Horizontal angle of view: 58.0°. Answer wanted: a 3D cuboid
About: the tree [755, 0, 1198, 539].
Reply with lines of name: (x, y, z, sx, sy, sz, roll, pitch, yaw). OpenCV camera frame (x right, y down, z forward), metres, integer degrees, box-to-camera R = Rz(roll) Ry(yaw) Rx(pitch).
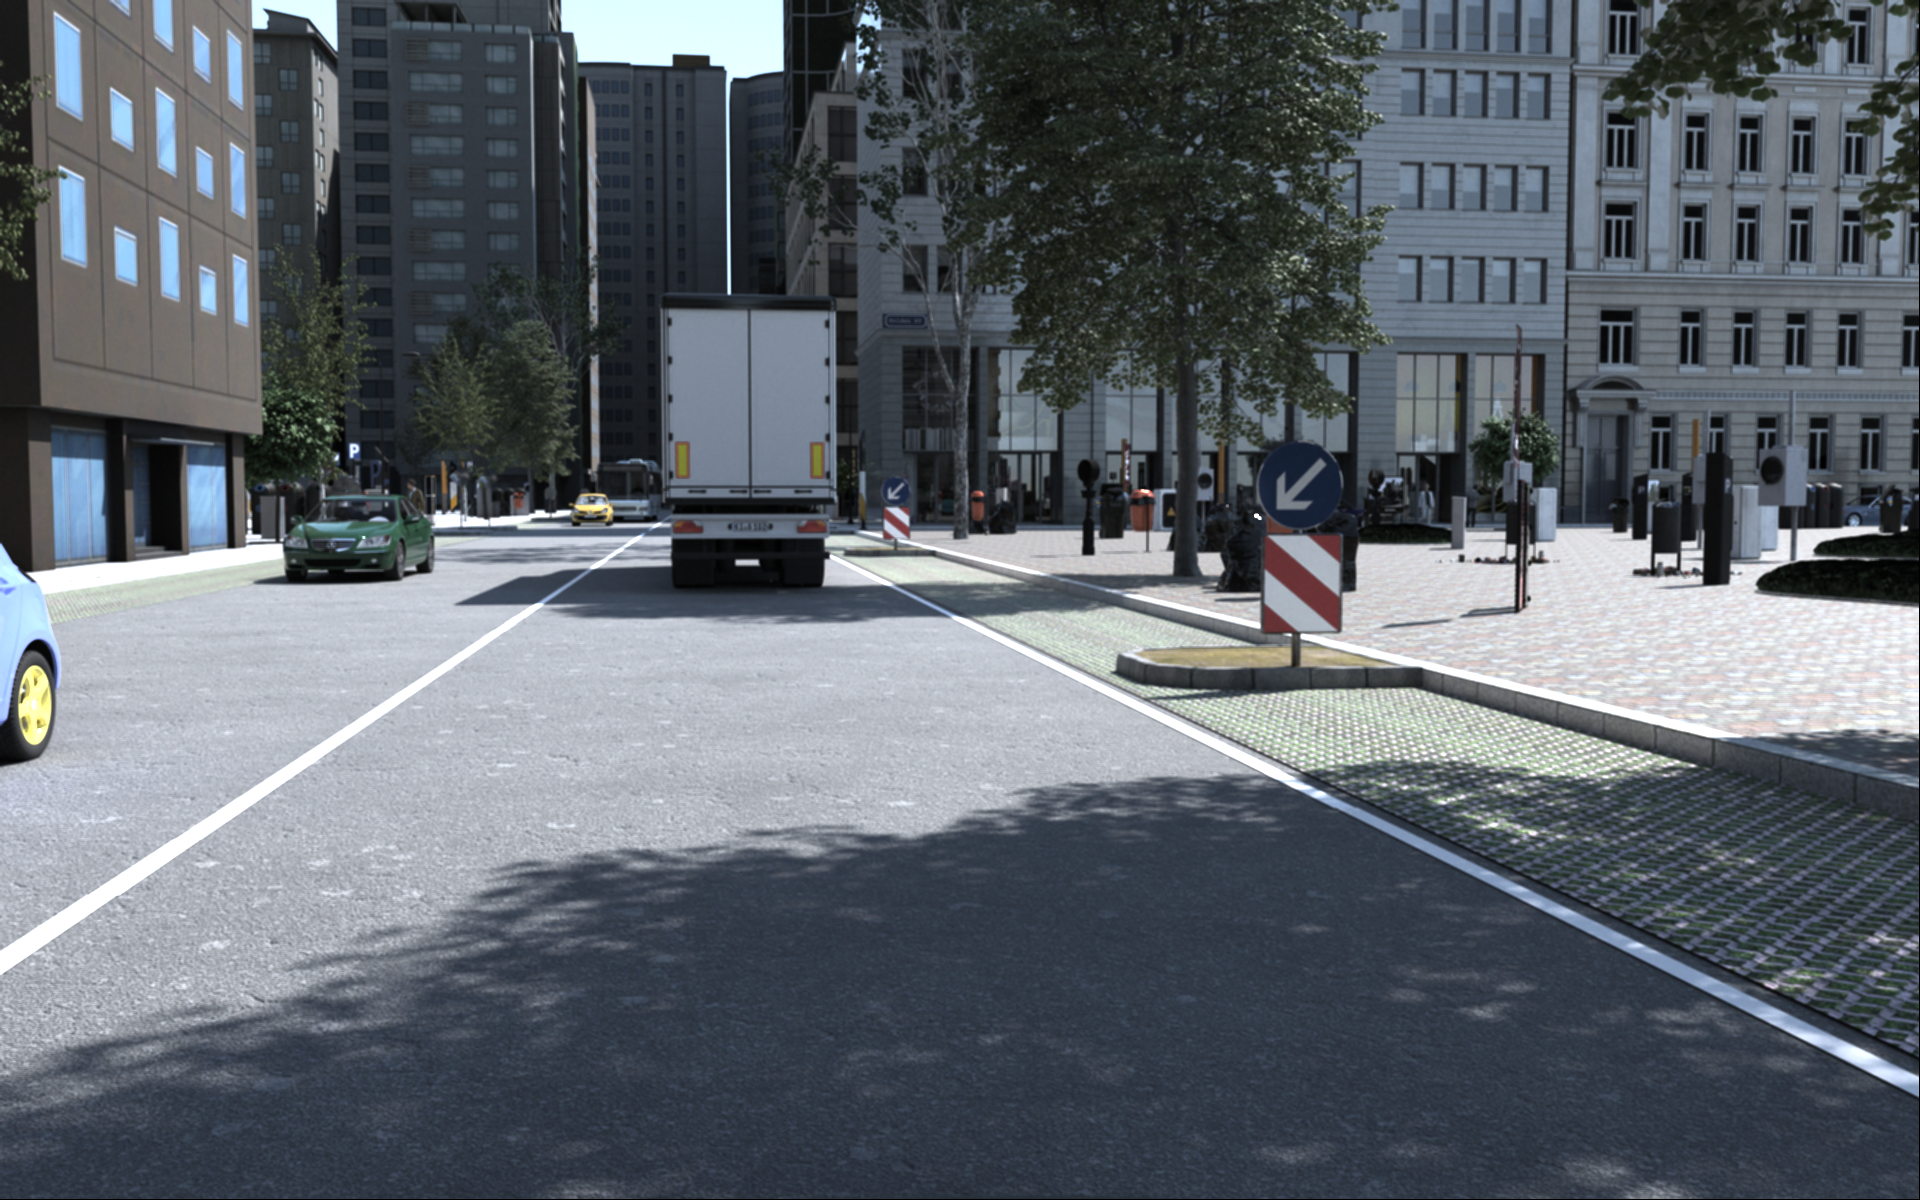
tree: (0.506, -11.881, 50.140, 12.611, 20.169, 13.585, 0, 3, 0)

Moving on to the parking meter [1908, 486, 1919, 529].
parking meter: (27.083, -2.487, 49.069, 0.372, 1.533, 0.369, 0, 3, 0)

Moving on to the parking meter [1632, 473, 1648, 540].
parking meter: (19.186, -2.641, 48.897, 0.399, 1.863, 0.255, 1, 4, 10)

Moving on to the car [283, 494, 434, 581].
car: (-10.340, -1.115, 30.029, 2.131, 1.459, 4.920, 0, 4, -7)

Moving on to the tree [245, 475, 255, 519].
tree: (-35.926, -5.726, 88.214, 1.663, 3.219, 1.824, 0, 3, 0)

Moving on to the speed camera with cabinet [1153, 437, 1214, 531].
speed camera with cabinet: (7.737, -4.014, 59.966, 2.038, 3.252, 0.660, -1, 4, -16)

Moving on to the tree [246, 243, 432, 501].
tree: (-18.794, -6.114, 50.322, 4.737, 8.622, 4.395, 0, 3, 0)

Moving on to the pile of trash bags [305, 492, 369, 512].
pile of trash bags: (-27.631, -4.066, 76.239, 3.447, 1.369, 1.912, 0, 4, 0)

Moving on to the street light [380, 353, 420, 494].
street light: (-18.424, -5.160, 56.912, 1.470, 5.913, 1.316, -1, 4, -8)

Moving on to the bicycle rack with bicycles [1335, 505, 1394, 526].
bicycle rack with bicycles: (12.835, -2.666, 56.978, 2.852, 0.926, 2.925, 3, 5, 41)

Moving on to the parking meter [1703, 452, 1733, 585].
parking meter: (10.739, -1.151, 24.534, 0.399, 1.863, 0.255, -3, 5, -45)

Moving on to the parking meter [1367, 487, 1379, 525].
parking meter: (14.361, -3.170, 60.245, 0.372, 1.533, 0.369, 0, 3, 0)

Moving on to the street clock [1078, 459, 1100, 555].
street clock: (2.695, -1.941, 36.306, 0.358, 2.002, 0.471, -2, 4, -35)

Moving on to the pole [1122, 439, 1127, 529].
pole: (6.092, -4.305, 64.224, 0.158, 3.312, 0.155, 0, 3, 0)

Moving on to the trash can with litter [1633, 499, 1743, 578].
trash can with litter: (11.601, -1.003, 27.464, 2.233, 1.210, 1.678, -1, 4, -18)

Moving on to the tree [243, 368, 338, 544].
tree: (-17.837, -3.754, 45.086, 4.285, 4.588, 4.351, 0, 3, 0)

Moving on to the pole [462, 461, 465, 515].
pole: (-30.833, -6.953, 107.530, 0.158, 3.312, 0.155, 0, 3, 0)

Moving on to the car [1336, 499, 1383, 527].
car: (14.532, -3.388, 67.969, 3.894, 1.354, 1.945, -1, 4, -9)

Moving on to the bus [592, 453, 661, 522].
bus: (-17.368, -5.892, 91.199, 2.948, 3.499, 13.247, 0, 4, -7)

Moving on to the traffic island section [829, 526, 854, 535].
traffic island section: (-4.921, -2.448, 62.314, 2.009, 0.180, 2.903, -1, 4, -8)

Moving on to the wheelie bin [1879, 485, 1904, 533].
wheelie bin: (30.911, -3.031, 57.467, 0.693, 1.594, 0.980, 1, 4, 17)

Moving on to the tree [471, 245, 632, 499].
tree: (-29.138, -16.745, 129.672, 12.611, 20.169, 13.585, 0, 3, 0)

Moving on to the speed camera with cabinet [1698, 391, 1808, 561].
speed camera with cabinet: (15.515, -2.415, 33.817, 0.660, 3.252, 2.038, -1, 4, -20)

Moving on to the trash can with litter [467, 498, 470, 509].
trash can with litter: (-31.809, -6.168, 112.227, 1.055, 1.170, 0.624, 1, 4, 9)

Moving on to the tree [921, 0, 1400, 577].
tree: (3.144, -6.638, 26.662, 7.486, 12.596, 7.792, 0, 3, 0)

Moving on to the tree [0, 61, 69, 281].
tree: (-15.407, -4.587, 25.368, 4.737, 8.622, 4.395, 0, 3, 0)

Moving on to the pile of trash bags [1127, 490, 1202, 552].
pile of trash bags: (5.330, -1.785, 38.943, 3.447, 1.369, 1.912, -2, 4, -24)

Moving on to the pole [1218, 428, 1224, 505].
pole: (8.032, -3.637, 53.301, 0.158, 3.312, 0.155, 0, 3, 0)

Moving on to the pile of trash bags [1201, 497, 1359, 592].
pile of trash bags: (4.291, -0.800, 22.833, 1.912, 1.369, 3.447, 1, 4, 12)

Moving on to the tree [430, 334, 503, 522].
tree: (-22.714, -7.863, 78.923, 4.737, 8.622, 4.395, 0, 3, 0)

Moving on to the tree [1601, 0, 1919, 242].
tree: (5.578, -5.499, 8.029, 7.486, 12.596, 7.792, 0, 3, 0)

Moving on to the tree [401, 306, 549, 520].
tree: (-24.062, -9.300, 86.473, 7.601, 10.594, 8.767, 0, 4, -4)

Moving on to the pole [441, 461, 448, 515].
pole: (-31.682, -6.872, 106.207, 0.158, 3.312, 0.155, 0, 3, 0)

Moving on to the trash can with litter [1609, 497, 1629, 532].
trash can with litter: (22.159, -2.863, 58.193, 0.624, 1.170, 1.055, 2, 4, 25)

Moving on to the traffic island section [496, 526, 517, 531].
traffic island section: (-18.597, -2.819, 68.373, 2.009, 0.180, 2.903, -1, 4, -8)

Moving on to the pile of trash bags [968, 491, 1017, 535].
pile of trash bags: (0.804, -2.801, 55.545, 1.912, 1.369, 3.447, 1, 4, 9)

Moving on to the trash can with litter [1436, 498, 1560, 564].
trash can with litter: (10.107, -1.311, 32.491, 2.233, 1.210, 1.678, 1, 4, 17)

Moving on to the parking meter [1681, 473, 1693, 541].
parking meter: (19.805, -2.538, 47.202, 0.255, 1.863, 0.399, 1, 4, 22)

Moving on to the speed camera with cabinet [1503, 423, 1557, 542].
speed camera with cabinet: (15.703, -3.265, 47.726, 0.660, 3.252, 2.038, -1, 4, -10)

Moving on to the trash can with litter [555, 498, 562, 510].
trash can with litter: (-32.064, -7.688, 137.090, 1.055, 1.170, 0.624, -3, 5, -45)

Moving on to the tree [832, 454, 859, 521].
tree: (-5.546, -5.433, 83.431, 1.663, 3.219, 1.824, 0, 3, 0)

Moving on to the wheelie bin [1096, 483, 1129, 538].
wheelie bin: (4.451, -2.591, 50.267, 0.980, 1.594, 0.693, -1, 4, -12)

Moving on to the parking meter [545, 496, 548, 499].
parking meter: (-29.869, -7.157, 125.426, 0.372, 1.533, 0.369, 0, 3, 0)

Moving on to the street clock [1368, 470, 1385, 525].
street clock: (12.323, -2.857, 51.284, 0.358, 2.002, 0.471, -2, 4, -26)

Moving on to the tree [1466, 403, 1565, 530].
tree: (19.851, -4.784, 61.931, 4.285, 4.588, 4.351, 0, 3, 0)

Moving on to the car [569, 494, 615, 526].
car: (-16.569, -4.151, 78.098, 2.015, 1.641, 3.980, -1, 4, -9)

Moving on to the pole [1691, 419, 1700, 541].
pole: (20.110, -3.276, 47.407, 0.158, 3.312, 0.155, 0, 3, 0)

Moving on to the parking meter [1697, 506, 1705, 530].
parking meter: (26.501, -3.264, 61.773, 0.372, 1.533, 0.369, 0, 3, 0)

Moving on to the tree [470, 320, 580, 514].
tree: (-28.400, -11.917, 112.965, 7.486, 12.596, 7.792, 0, 3, 0)

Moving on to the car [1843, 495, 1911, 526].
car: (38.681, -3.755, 73.401, 4.499, 1.417, 2.014, -1, 4, -10)

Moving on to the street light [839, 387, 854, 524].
street light: (-5.203, -6.187, 73.694, 1.470, 5.913, 1.316, -1, 4, -8)

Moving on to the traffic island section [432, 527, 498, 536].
traffic island section: (-17.428, -2.336, 60.473, 2.009, 0.180, 2.903, -1, 4, -8)

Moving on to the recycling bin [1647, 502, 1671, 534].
recycling bin: (22.653, -2.669, 56.189, 0.722, 1.027, 0.722, 1, 4, 17)

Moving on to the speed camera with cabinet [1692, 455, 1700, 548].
speed camera with cabinet: (17.922, -2.794, 40.018, 0.660, 3.252, 2.038, -1, 4, -23)

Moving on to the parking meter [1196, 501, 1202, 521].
parking meter: (8.829, -3.562, 63.951, 0.255, 1.863, 0.399, 0, 4, -7)

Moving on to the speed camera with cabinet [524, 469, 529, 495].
speed camera with cabinet: (-35.306, -8.849, 139.021, 2.038, 3.252, 0.660, 0, 4, -6)

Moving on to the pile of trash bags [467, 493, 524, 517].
pile of trash bags: (-26.529, -5.489, 99.489, 1.912, 1.369, 3.447, 3, 4, 37)

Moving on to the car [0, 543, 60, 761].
car: (-5.647, 0.100, 7.957, 1.945, 1.707, 3.694, 0, 4, -7)

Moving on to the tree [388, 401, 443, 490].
tree: (-42.251, -11.219, 133.797, 4.360, 8.622, 3.978, 0, 3, 0)
